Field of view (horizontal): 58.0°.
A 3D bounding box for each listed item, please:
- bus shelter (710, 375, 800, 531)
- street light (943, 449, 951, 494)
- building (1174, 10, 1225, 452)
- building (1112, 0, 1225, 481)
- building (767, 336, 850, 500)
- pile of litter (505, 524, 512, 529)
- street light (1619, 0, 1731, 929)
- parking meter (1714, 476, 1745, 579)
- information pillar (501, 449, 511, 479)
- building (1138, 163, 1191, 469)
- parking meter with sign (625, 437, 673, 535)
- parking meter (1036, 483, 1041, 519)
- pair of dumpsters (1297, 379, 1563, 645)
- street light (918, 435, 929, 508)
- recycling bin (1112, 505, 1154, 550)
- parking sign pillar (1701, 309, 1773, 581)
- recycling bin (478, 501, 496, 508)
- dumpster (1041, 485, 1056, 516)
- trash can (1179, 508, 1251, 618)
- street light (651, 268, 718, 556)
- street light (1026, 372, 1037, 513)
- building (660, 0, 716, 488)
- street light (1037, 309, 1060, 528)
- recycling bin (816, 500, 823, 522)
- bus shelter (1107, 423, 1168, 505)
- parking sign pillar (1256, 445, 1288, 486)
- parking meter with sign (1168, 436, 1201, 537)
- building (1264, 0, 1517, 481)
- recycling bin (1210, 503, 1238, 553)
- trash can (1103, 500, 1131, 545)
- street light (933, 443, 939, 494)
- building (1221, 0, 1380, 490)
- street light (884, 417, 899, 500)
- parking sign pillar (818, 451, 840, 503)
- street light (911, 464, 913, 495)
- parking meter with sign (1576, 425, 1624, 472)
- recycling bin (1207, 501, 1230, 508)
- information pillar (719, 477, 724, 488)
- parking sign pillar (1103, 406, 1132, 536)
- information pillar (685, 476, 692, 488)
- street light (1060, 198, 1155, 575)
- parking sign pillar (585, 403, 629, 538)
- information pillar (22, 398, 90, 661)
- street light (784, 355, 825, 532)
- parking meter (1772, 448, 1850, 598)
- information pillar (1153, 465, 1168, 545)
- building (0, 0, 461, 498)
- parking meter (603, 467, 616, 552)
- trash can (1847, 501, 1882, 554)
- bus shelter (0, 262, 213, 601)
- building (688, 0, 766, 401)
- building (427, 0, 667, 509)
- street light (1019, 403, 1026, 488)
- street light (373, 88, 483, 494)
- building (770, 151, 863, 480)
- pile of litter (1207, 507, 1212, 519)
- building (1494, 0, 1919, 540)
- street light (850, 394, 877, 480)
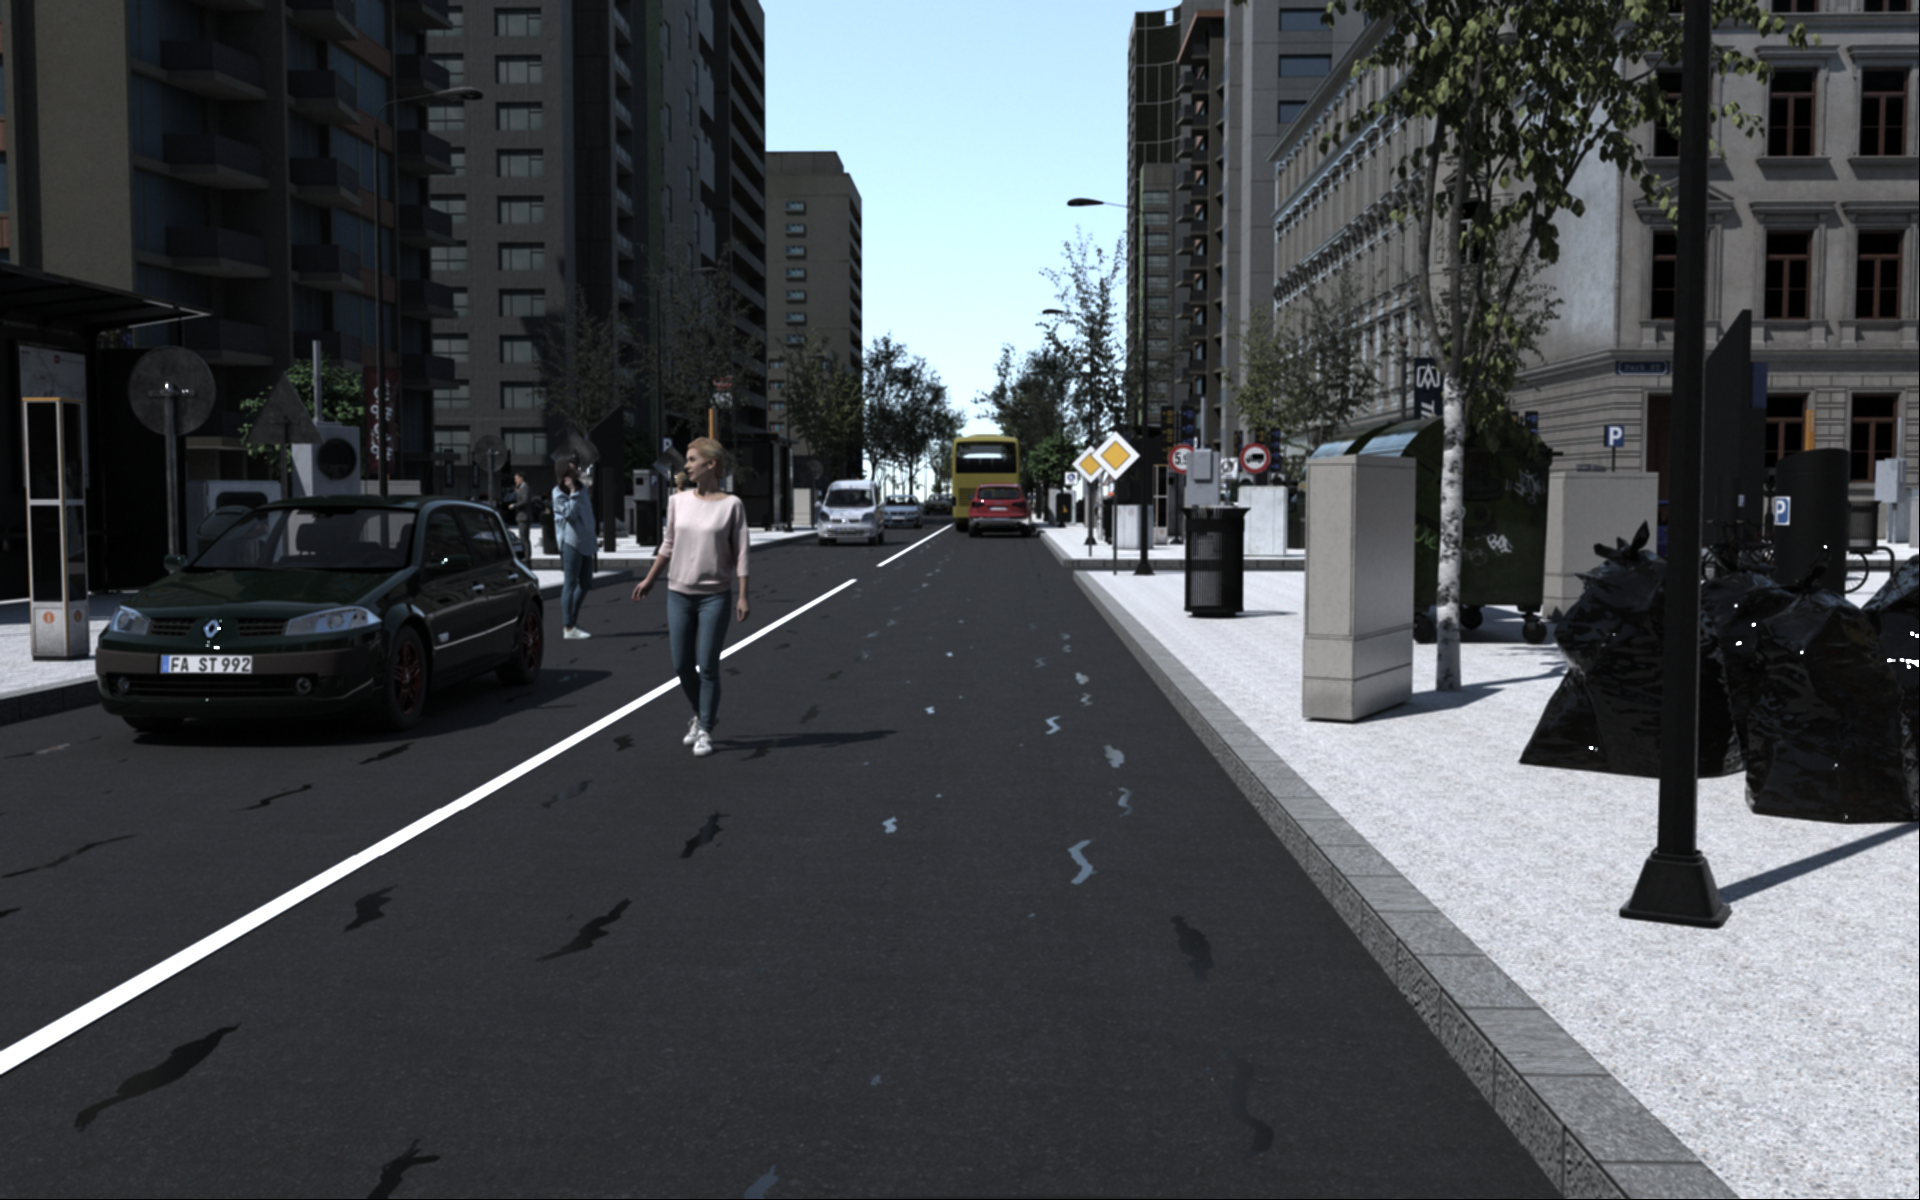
[{"bbox_3d":[-7.246,-5.094,60.911,2.179,5.291,8.768,0,4,2],"label":"bus shelter"},{"bbox_3d":[-1.977,-12.639,179.194,1.470,5.913,1.316,0,4,1],"label":"street light"},{"bbox_3d":[31.182,-30.726,157.001,22.147,44.769,28.867,0,4,1],"label":"building"},{"bbox_3d":[33.432,-50.067,256.853,20.563,71.187,20.611,0,4,1],"label":"building"},{"bbox_3d":[-29.247,-23.159,223.685,27.650,21.520,28.899,0,4,1],"label":"building"},{"bbox_3d":[-17.194,-2.993,62.908,1.719,0.858,1.176,0,4,-4],"label":"pile of litter"},{"bbox_3d":[1.643,-1.993,5.131,1.470,5.913,1.316,0,4,1],"label":"street light"},{"bbox_3d":[11.095,-1.013,24.978,0.372,1.533,0.369,0,3,0],"label":"parking meter"},{"bbox_3d":[-23.373,-5.988,89.263,0.504,3.616,0.183,-1,4,-21],"label":"information pillar"},{"bbox_3d":[29.275,-32.589,216.432,14.154,41.232,14.086,0,4,1],"label":"building"},{"bbox_3d":[-9.772,-3.525,53.889,1.738,3.016,0.543,2,4,30],"label":"parking meter with sign"},{"bbox_3d":[4.111,-5.167,90.191,0.255,1.863,0.399,0,4,3],"label":"parking meter"},{"bbox_3d":[4.418,-0.872,16.755,1.574,2.255,4.437,0,4,1],"label":"pair of dumpsters"},{"bbox_3d":[-3.173,-9.889,134.221,1.470,5.913,1.316,0,4,1],"label":"street light"},{"bbox_3d":[4.006,-1.685,40.098,0.722,1.027,0.722,3,5,39],"label":"recycling bin"},{"bbox_3d":[11.553,-2.297,26.032,1.447,3.967,1.447,0,4,-5],"label":"parking sign pillar"},{"bbox_3d":[-18.077,-3.244,65.586,0.722,1.027,0.722,2,4,31],"label":"recycling bin"},{"bbox_3d":[5.028,-5.641,97.984,1.264,1.857,1.865,0,4,1],"label":"dumpster"},{"bbox_3d":[2.653,-0.393,18.071,0.748,1.137,0.748,0,3,0],"label":"trash can"},{"bbox_3d":[-5.664,-3.862,35.692,1.470,5.913,1.316,0,4,1],"label":"street light"},{"bbox_3d":[3.337,-5.702,65.765,1.470,5.913,1.316,0,4,1],"label":"street light"},{"bbox_3d":[-32.771,-32.729,124.358,28.713,52.752,27.495,0,4,1],"label":"building"},{"bbox_3d":[2.756,-4.344,43.570,1.470,5.913,1.316,0,4,1],"label":"street light"},{"bbox_3d":[-6.807,-4.140,80.241,0.722,1.027,0.722,-1,4,-22],"label":"recycling bin"},{"bbox_3d":[6.167,-4.213,60.169,1.731,3.624,6.357,0,4,1],"label":"bus shelter"},{"bbox_3d":[17.625,-6.787,99.437,1.447,3.967,1.447,-2,4,-30],"label":"parking sign pillar"},{"bbox_3d":[6.334,-3.426,52.279,1.738,3.016,0.543,0,4,-6],"label":"parking meter with sign"},{"bbox_3d":[27.157,-19.041,87.735,17.030,29.872,44.131,0,4,1],"label":"building"},{"bbox_3d":[6.012,-1.542,37.764,0.722,1.027,0.722,-2,4,-24],"label":"recycling bin"},{"bbox_3d":[3.986,-1.979,44.016,0.748,1.137,0.748,0,3,0],"label":"trash can"},{"bbox_3d":[-2.568,-11.282,156.999,1.470,5.913,1.316,0,4,1],"label":"street light"},{"bbox_3d":[30.145,-35.848,128.113,21.231,58.520,28.212,0,4,1],"label":"building"},{"bbox_3d":[-3.986,-8.062,104.348,1.470,5.913,1.316,0,4,1],"label":"street light"},{"bbox_3d":[-8.241,-7.375,109.055,1.447,3.967,1.447,-2,4,-34],"label":"parking sign pillar"},{"bbox_3d":[-3.748,-8.531,112.026,1.470,5.913,1.316,0,4,1],"label":"street light"},{"bbox_3d":[16.335,-2.969,44.808,0.543,3.016,1.738,-1,4,-19],"label":"parking meter with sign"},{"bbox_3d":[9.031,-2.934,60.522,0.722,1.027,0.722,2,4,33],"label":"recycling bin"},{"bbox_3d":[-12.683,-6.161,92.079,0.183,3.616,0.504,-3,4,-36],"label":"information pillar"},{"bbox_3d":[5.044,-3.994,53.767,1.447,3.967,1.447,1,4,9],"label":"parking sign pillar"},{"bbox_3d":[-11.303,-4.063,70.929,0.304,2.012,0.304,-2,4,-28],"label":"information pillar"},{"bbox_3d":[2.379,-3.351,27.322,1.470,5.913,1.316,0,4,1],"label":"street light"},{"bbox_3d":[-10.499,-3.821,50.942,1.447,3.967,1.447,3,4,36],"label":"parking sign pillar"},{"bbox_3d":[-6.968,-0.543,13.368,0.304,2.012,0.304,0,4,4],"label":"information pillar"},{"bbox_3d":[-5.198,-5.220,57.890,1.470,5.913,1.316,0,4,1],"label":"street light"},{"bbox_3d":[4.787,-0.083,9.770,0.372,1.533,0.369,0,3,0],"label":"parking meter"},{"bbox_3d":[5.044,-2.388,43.531,0.304,2.012,0.304,-1,4,-9],"label":"information pillar"},{"bbox_3d":[-32.498,-25.131,65.523,22.147,44.769,28.867,0,4,1],"label":"building"},{"bbox_3d":[-7.741,-1.989,38.236,0.255,1.863,0.399,-1,4,-10],"label":"parking meter"},{"bbox_3d":[19.265,-1.550,37.001,0.748,1.137,0.748,0,3,0],"label":"trash can"},{"bbox_3d":[-10.507,-1.709,19.227,1.731,3.624,6.357,0,4,2],"label":"bus shelter"},{"bbox_3d":[-28.714,-32.122,148.890,21.300,48.544,21.600,0,4,1],"label":"building"},{"bbox_3d":[-25.606,-25.547,101.296,14.154,41.232,14.086,0,4,1],"label":"building"},{"bbox_3d":[3.866,-7.064,88.042,1.470,5.913,1.316,0,4,1],"label":"street light"},{"bbox_3d":[-6.147,-2.901,19.972,1.470,5.913,1.316,0,4,1],"label":"street light"},{"bbox_3d":[-25.475,-38.182,247.972,21.300,48.544,21.600,0,4,1],"label":"building"},{"bbox_3d":[8.144,-2.751,58.948,1.176,0.858,1.719,0,4,5],"label":"pile of litter"},{"bbox_3d":[28.329,-13.265,53.033,21.152,22.565,11.583,0,4,1],"label":"building"},{"bbox_3d":[-4.541,-6.615,80.693,1.470,5.913,1.316,0,4,1],"label":"street light"}]
